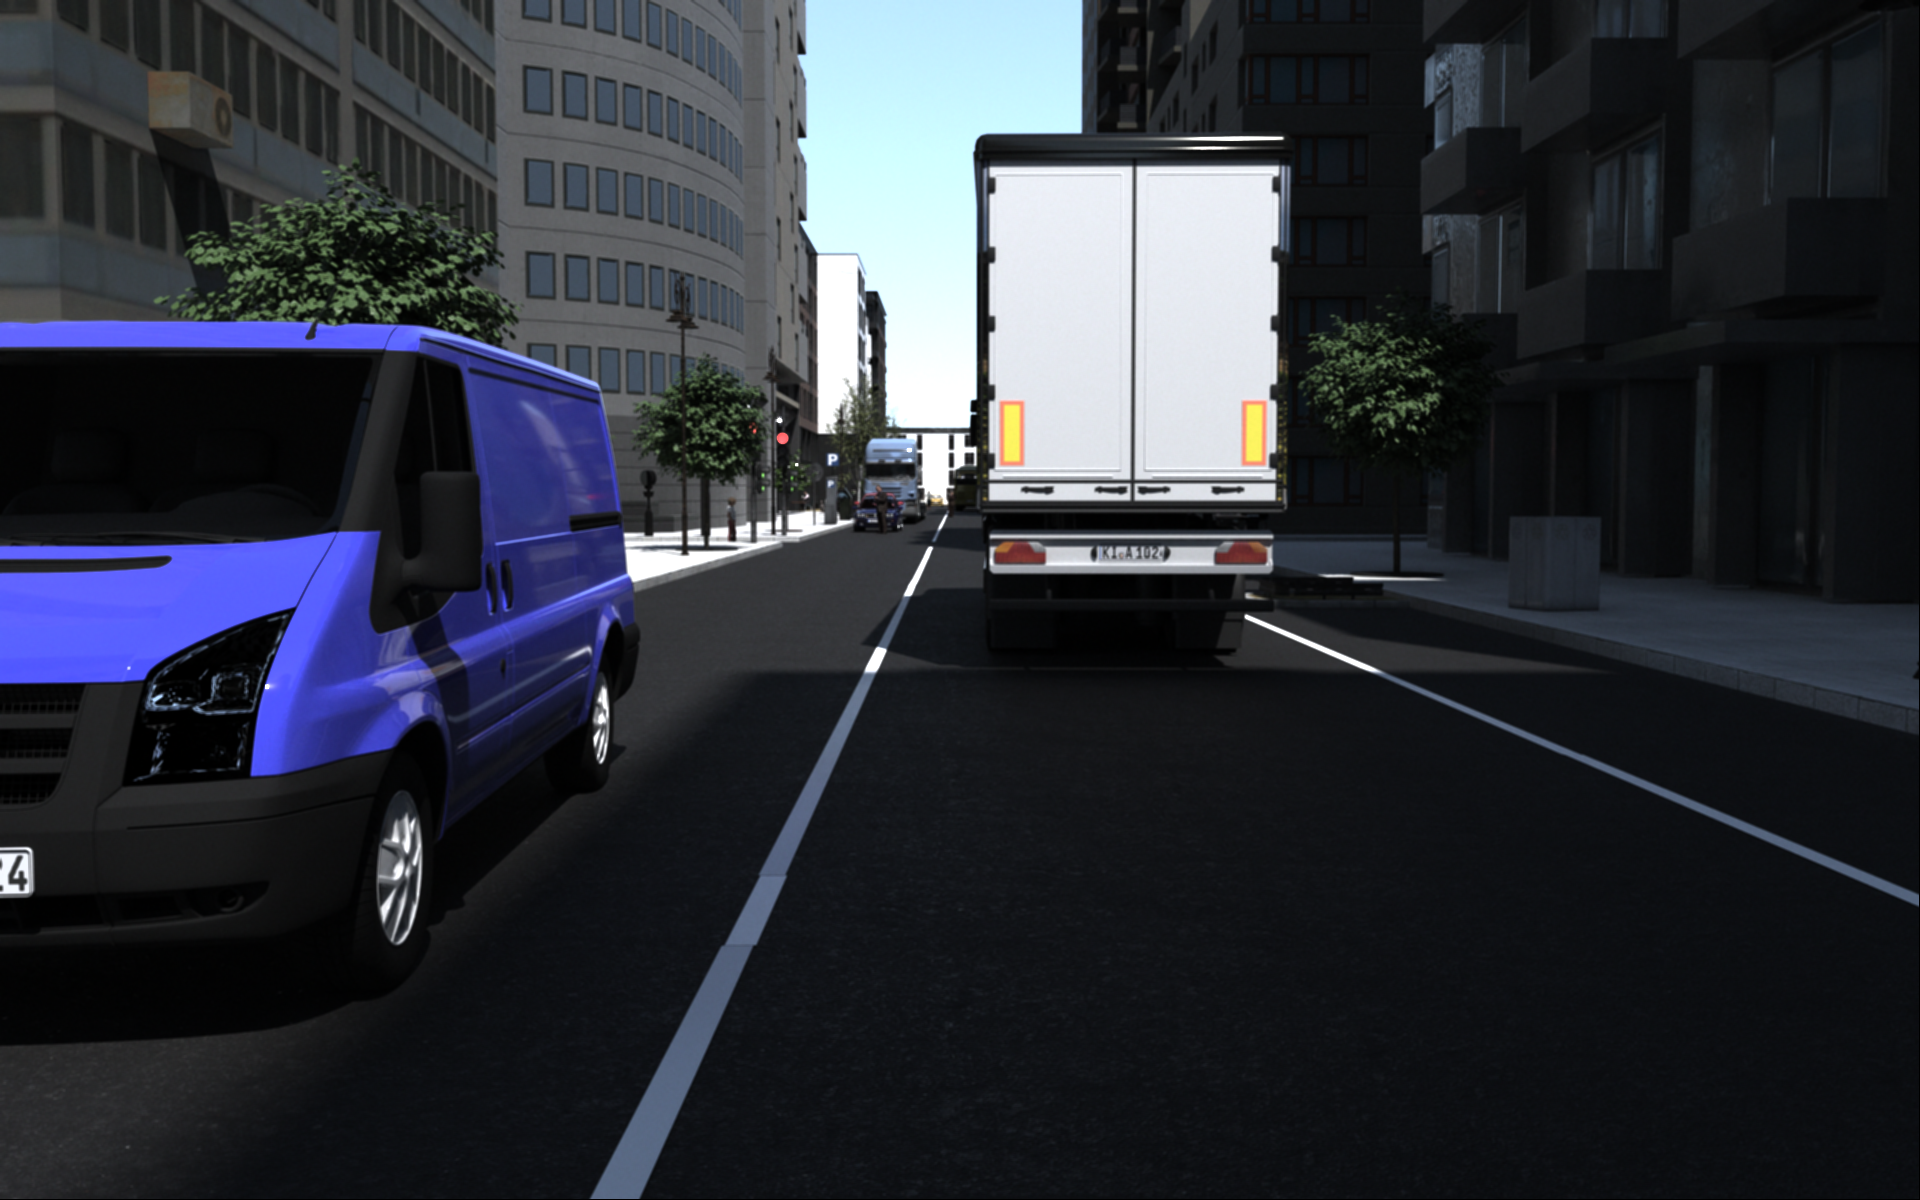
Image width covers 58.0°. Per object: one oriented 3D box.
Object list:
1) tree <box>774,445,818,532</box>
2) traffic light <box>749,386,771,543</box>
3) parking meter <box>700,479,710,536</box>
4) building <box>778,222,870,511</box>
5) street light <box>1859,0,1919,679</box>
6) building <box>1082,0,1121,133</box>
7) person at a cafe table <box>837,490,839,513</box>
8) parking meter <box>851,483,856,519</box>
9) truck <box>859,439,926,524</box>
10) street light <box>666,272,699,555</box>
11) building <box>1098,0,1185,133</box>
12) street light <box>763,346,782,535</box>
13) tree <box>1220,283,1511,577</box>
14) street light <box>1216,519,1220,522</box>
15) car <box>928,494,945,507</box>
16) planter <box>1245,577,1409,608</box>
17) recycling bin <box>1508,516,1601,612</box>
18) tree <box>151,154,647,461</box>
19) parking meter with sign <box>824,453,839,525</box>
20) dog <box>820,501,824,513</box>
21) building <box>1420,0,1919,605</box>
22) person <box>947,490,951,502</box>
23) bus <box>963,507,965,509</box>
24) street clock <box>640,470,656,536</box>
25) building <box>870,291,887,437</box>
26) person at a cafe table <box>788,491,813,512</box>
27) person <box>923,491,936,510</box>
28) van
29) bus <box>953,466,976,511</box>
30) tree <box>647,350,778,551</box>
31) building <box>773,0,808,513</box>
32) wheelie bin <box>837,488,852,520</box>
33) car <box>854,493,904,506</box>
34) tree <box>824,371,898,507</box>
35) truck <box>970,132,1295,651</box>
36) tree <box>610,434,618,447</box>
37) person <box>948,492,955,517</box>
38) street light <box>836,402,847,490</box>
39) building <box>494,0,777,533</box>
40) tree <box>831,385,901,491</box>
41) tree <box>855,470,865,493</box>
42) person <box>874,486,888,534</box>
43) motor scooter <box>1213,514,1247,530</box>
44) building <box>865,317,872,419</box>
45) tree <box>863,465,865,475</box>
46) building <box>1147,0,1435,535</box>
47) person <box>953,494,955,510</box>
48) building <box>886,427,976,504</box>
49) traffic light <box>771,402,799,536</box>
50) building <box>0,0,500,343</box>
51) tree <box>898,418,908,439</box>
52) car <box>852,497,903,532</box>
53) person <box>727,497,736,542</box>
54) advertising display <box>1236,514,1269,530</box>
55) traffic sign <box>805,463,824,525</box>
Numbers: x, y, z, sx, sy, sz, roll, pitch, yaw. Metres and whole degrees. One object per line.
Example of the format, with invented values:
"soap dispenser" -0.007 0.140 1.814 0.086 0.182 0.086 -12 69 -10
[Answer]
"tree" -5.940 -3.942 59.051 1.663 3.219 1.824 0 3 0
"traffic light" -5.371 -3.439 45.142 0.839 4.253 0.868 0 3 0
"parking meter" -7.753 -2.878 52.761 0.255 1.863 0.399 0 4 -2
"building" -22.593 -18.411 145.000 27.936 21.610 32.646 0 3 0
"street light" 6.715 -2.388 11.839 0.468 5.910 1.993 0 3 0
"building" 15.862 -28.781 120.687 14.600 45.320 14.200 0 3 0
"person at a cafe table" -7.507 -6.038 107.240 1.698 1.524 1.622 -1 4 -18
"parking meter" -5.567 -5.190 90.563 0.255 1.863 0.399 0 4 -8
"truck" -3.219 -6.124 89.885 2.967 4.110 18.799 0 4 0
"street light" -5.771 -3.876 36.160 0.468 5.910 1.993 0 3 0
"building" 19.419 -27.192 99.217 22.147 44.769 28.867 0 3 0
"street light" -5.842 -4.971 54.068 0.468 5.910 1.993 0 3 0
"tree" 6.971 -2.662 27.239 4.285 4.588 4.351 0 3 0
"street light" 6.705 -4.406 44.818 0.468 5.910 1.993 0 3 0
"car" -2.728 -11.305 195.062 2.015 1.641 3.980 0 4 -1
"planter" 4.688 -0.105 22.854 1.991 0.319 1.994 0 3 0
"recycling bin" 6.616 -0.412 19.286 0.722 1.027 0.722 -1 4 -18
"tree" -5.955 -2.027 16.854 4.285 4.588 4.351 0 3 0
"parking meter with sign" -5.455 -4.708 73.241 0.543 3.016 1.738 0 4 2
"dog" -9.406 -6.447 119.794 0.800 0.831 0.513 -2 4 -34
"building" 20.652 -24.913 26.929 23.786 49.044 30.456 0 3 0
"person" -1.085 -10.457 179.474 0.705 1.824 1.348 -2 4 -29
"bus" 0.999 -10.929 170.233 2.896 3.916 12.252 0 4 -1
"street clock" -9.464 -2.940 52.645 0.471 2.002 0.358 3 4 36
"building" -24.601 -21.047 188.100 32.646 21.610 27.936 0 3 0
"person at a cafe table" -11.270 -7.000 122.965 1.622 1.524 1.698 -1 4 -15
"person" -2.689 -8.691 151.389 1.217 1.735 0.721 -1 4 -19
"van" -2.601 -0.144 6.735 2.240 2.365 5.245 0 4 -2
"bus" 0.806 -9.696 150.068 2.896 3.916 12.252 0 3 0
"tree" -5.733 -3.419 39.619 4.285 4.588 4.351 0 3 0
"building" -23.454 -31.433 103.173 28.713 52.752 27.495 0 3 0
"wheelie bin" -5.666 -4.727 85.196 0.693 1.594 0.980 0 4 1
"car" -3.512 -4.062 75.448 2.155 1.783 4.494 0 4 0
"tree" -6.145 -9.429 104.520 4.737 8.622 4.395 0 3 0
"truck" 1.460 -1.845 19.083 2.839 4.237 11.283 0 4 1
"tree" -6.768 -2.194 30.475 1.663 3.219 1.824 0 3 0
"person" -0.531 -5.950 108.054 0.482 1.546 0.388 2 4 31
"street light" -5.969 -7.007 87.344 0.468 5.910 1.993 0 3 0
"building" -19.240 -32.124 67.219 21.231 58.520 28.212 0 3 0
"tree" -6.373 -10.051 114.696 4.360 8.622 3.978 0 3 0
"tree" -7.401 -8.534 134.132 1.663 3.219 1.824 0 3 0
"person" -2.897 -3.283 62.858 0.565 1.739 0.600 1 4 19
"motor scooter" 4.738 -1.080 30.442 0.815 1.314 1.986 0 4 1
"building" -16.496 -18.998 167.030 16.016 20.091 11.380 0 3 0
"tree" -6.421 -9.564 140.078 4.285 4.588 4.351 0 3 0
"building" 23.232 -13.635 67.975 28.899 21.520 27.650 0 3 0
"person" -0.411 -9.106 157.384 1.348 1.824 0.705 1 4 23
"building" -10.040 -16.926 218.892 28.070 9.664 9.099 0 3 0
"traffic light" -5.387 -3.927 53.127 0.839 4.253 0.868 0 3 0
"building" -20.404 -20.433 25.963 23.993 40.220 32.217 0 3 0
"tree" -6.442 -12.582 156.077 4.737 8.622 4.395 0 3 0
"car" -3.146 -3.315 66.779 1.945 1.354 3.894 0 4 1
"person" -6.223 -2.148 47.526 0.340 1.345 0.435 -1 4 -10
"advertising display" 7.711 -2.480 45.764 0.974 1.923 0.123 -1 4 -21
"traffic sign" -5.947 -4.315 70.661 0.768 2.556 0.104 0 4 1
